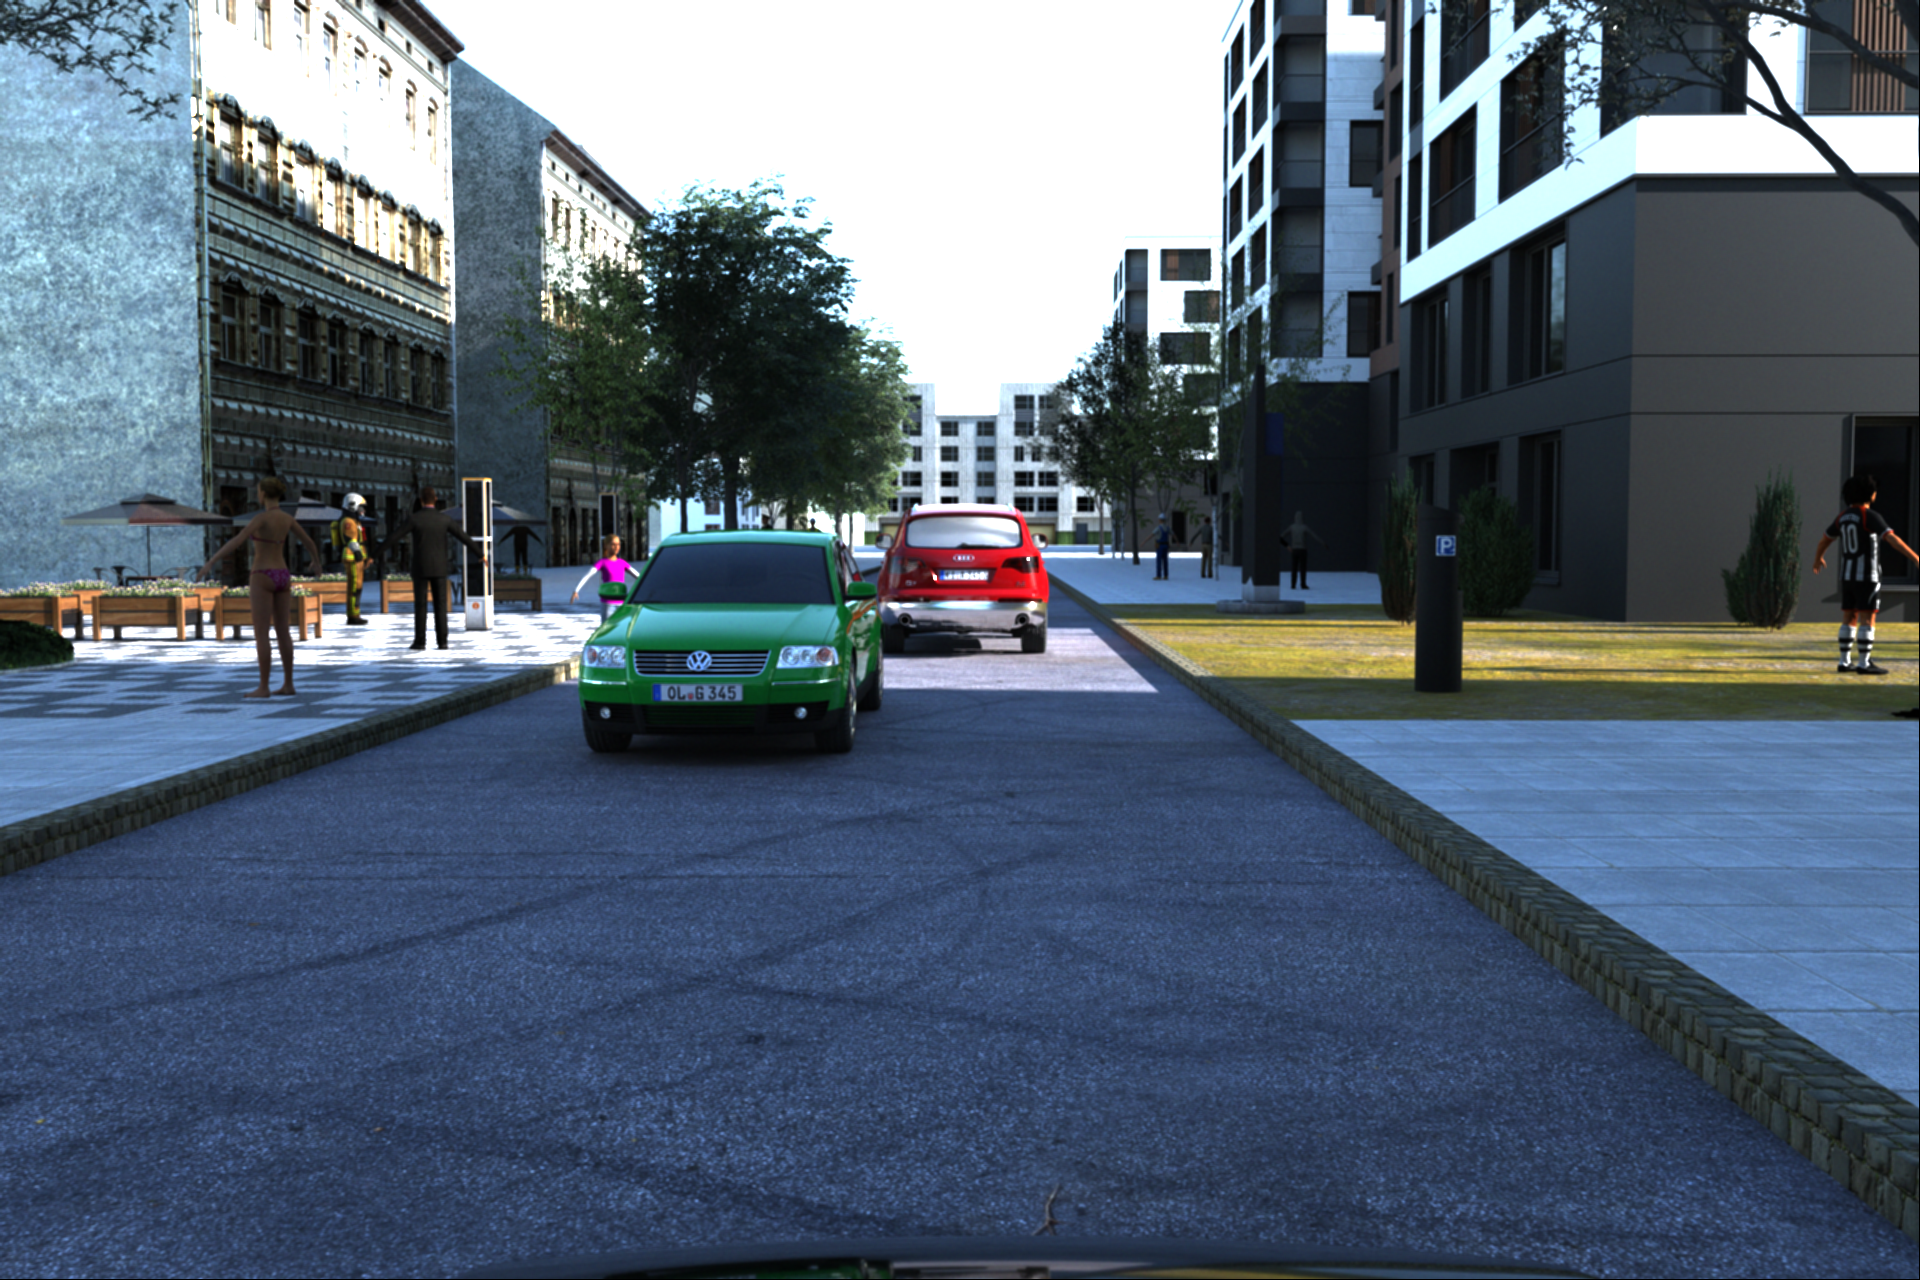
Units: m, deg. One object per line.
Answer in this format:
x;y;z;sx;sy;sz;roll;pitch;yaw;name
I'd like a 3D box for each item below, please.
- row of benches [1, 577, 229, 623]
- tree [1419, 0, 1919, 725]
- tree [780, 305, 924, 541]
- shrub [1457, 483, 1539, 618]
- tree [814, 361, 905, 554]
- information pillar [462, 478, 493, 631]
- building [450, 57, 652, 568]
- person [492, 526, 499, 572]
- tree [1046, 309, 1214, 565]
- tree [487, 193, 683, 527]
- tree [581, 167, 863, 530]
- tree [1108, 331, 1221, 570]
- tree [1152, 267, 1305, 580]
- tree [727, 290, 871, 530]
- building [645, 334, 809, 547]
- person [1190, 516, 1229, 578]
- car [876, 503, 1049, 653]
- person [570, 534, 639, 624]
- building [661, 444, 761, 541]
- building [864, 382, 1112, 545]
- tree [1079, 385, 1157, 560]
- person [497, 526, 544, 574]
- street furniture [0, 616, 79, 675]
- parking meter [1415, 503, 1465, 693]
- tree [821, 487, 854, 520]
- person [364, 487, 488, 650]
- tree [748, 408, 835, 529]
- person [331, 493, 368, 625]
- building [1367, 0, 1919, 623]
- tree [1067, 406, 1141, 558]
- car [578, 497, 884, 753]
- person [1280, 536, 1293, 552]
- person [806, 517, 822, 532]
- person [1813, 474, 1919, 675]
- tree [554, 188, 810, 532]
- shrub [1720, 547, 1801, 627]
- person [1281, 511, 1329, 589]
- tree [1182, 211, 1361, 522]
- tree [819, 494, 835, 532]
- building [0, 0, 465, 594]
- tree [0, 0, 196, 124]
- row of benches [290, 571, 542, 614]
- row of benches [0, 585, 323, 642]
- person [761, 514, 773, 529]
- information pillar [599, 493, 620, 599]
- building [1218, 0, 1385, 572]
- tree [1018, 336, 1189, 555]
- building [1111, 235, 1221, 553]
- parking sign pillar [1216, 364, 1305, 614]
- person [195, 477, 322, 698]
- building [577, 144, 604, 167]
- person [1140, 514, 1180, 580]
-12.108;-0.488;23.438;4.104;0.672;1.422;-3;5;-42;row of benches
6.885;-6.175;11.332;12.009;13.543;11.850;0;3;0;tree
-6.945;-11.675;97.548;9.857;13.997;8.962;0;3;0;tree
8.129;-1.395;26.855;1.661;2.075;1.752;0;3;0;shrub
-7.421;-11.880;112.371;7.486;12.596;7.792;0;3;0;tree
-6.389;-1.129;22.958;0.304;2.012;0.304;0;4;0;information pillar
-24.446;-14.842;73.590;19.493;23.208;18.063;0;4;2;building
-9.961;-1.858;36.566;0.705;1.806;1.347;-1;4;-21;person
7.054;-8.433;72.296;7.601;10.594;8.767;0;4;6;tree
-7.857;-5.325;37.433;4.737;8.622;4.395;0;3;0;tree
-8.132;-9.389;60.173;9.857;13.997;8.962;0;3;0;tree
7.360;-6.841;62.219;4.737;8.622;4.395;0;3;0;tree
7.075;-5.975;48.060;4.360;8.622;3.978;0;3;0;tree
-7.714;-9.940;80.651;7.486;12.596;7.792;0;3;0;tree
-26.019;-21.334;179.735;19.493;23.208;18.063;0;4;1;building
7.273;-2.724;50.816;1.348;1.796;0.705;3;5;41;person
0.025;-0.837;22.360;2.281;1.827;5.304;0;4;0;car
-3.346;-0.314;16.862;0.991;1.433;0.599;-3;4;-39;person
-21.872;-12.837;152.031;9.099;9.664;28.070;0;4;1;building
4.662;-20.748;208.139;31.486;18.905;16.747;0;4;1;building
7.933;-8.217;84.713;4.737;8.622;4.395;0;3;0;tree
-13.033;-2.768;51.389;1.346;1.812;0.704;-1;4;-20;person
-11.592;0.063;14.598;5.734;0.657;10.072;0;4;3;street furniture
3.913;-0.350;14.131;0.372;1.533;0.369;0;3;0;parking meter
-14.833;-15.853;209.554;4.737;8.622;4.395;0;3;0;tree
-5.904;-0.796;19.246;1.346;1.802;0.704;-2;4;-29;person
-7.605;-7.409;71.507;4.737;8.622;4.395;0;3;0;tree
-8.574;-1.151;24.582;0.705;1.858;1.354;-1;4;-17;person
23.771;-12.015;40.421;27.936;21.610;32.646;0;4;1;building
7.931;-8.610;91.136;4.737;8.622;4.395;0;3;0;tree
-1.546;-0.243;12.773;1.959;1.807;4.718;0;4;1;car
6.294;-1.795;35.540;1.347;1.806;0.705;-3;4;-38;person
-4.343;-2.719;50.918;1.216;1.772;0.721;0;4;6;person
8.292;-0.597;15.906;0.704;1.843;1.345;-1;4;-16;person
-7.905;-6.937;47.830;8.767;10.594;7.601;2;4;35;tree
11.102;-0.789;24.013;1.383;1.207;1.383;0;3;0;shrub
7.928;-2.097;40.420;1.348;1.813;0.705;2;4;28;person
6.550;-5.512;40.478;4.360;8.622;3.978;0;3;0;tree
-14.915;-15.498;203.758;4.737;8.622;4.395;0;3;0;tree
-25.054;-13.083;44.833;19.493;23.208;18.063;0;3;0;building
-8.360;-6.131;10.614;12.009;13.543;11.850;0;3;0;tree
-8.751;-0.774;28.125;4.104;0.672;1.422;-1;4;-22;row of benches
-9.706;-0.332;20.895;4.104;0.672;1.422;0;4;-2;row of benches
-5.445;-2.596;48.382;0.705;1.837;1.347;-3;5;-40;person
-6.321;-1.637;31.264;0.304;2.012;0.304;0;4;2;information pillar
24.793;-14.083;74.232;27.936;21.610;32.646;0;4;1;building
8.547;-11.890;104.777;12.009;13.543;11.850;0;3;0;tree
25.636;-17.791;134.849;27.936;21.610;32.646;0;4;1;building
4.917;-2.433;28.248;1.447;3.967;1.447;0;4;0;parking sign pillar
-5.502;-0.422;13.697;0.721;1.733;1.217;2;4;26;person
-23.286;-14.010;85.489;16.016;20.090;11.380;0;4;1;building
5.653;-2.612;48.560;1.347;1.847;0.705;-2;4;-29;person
